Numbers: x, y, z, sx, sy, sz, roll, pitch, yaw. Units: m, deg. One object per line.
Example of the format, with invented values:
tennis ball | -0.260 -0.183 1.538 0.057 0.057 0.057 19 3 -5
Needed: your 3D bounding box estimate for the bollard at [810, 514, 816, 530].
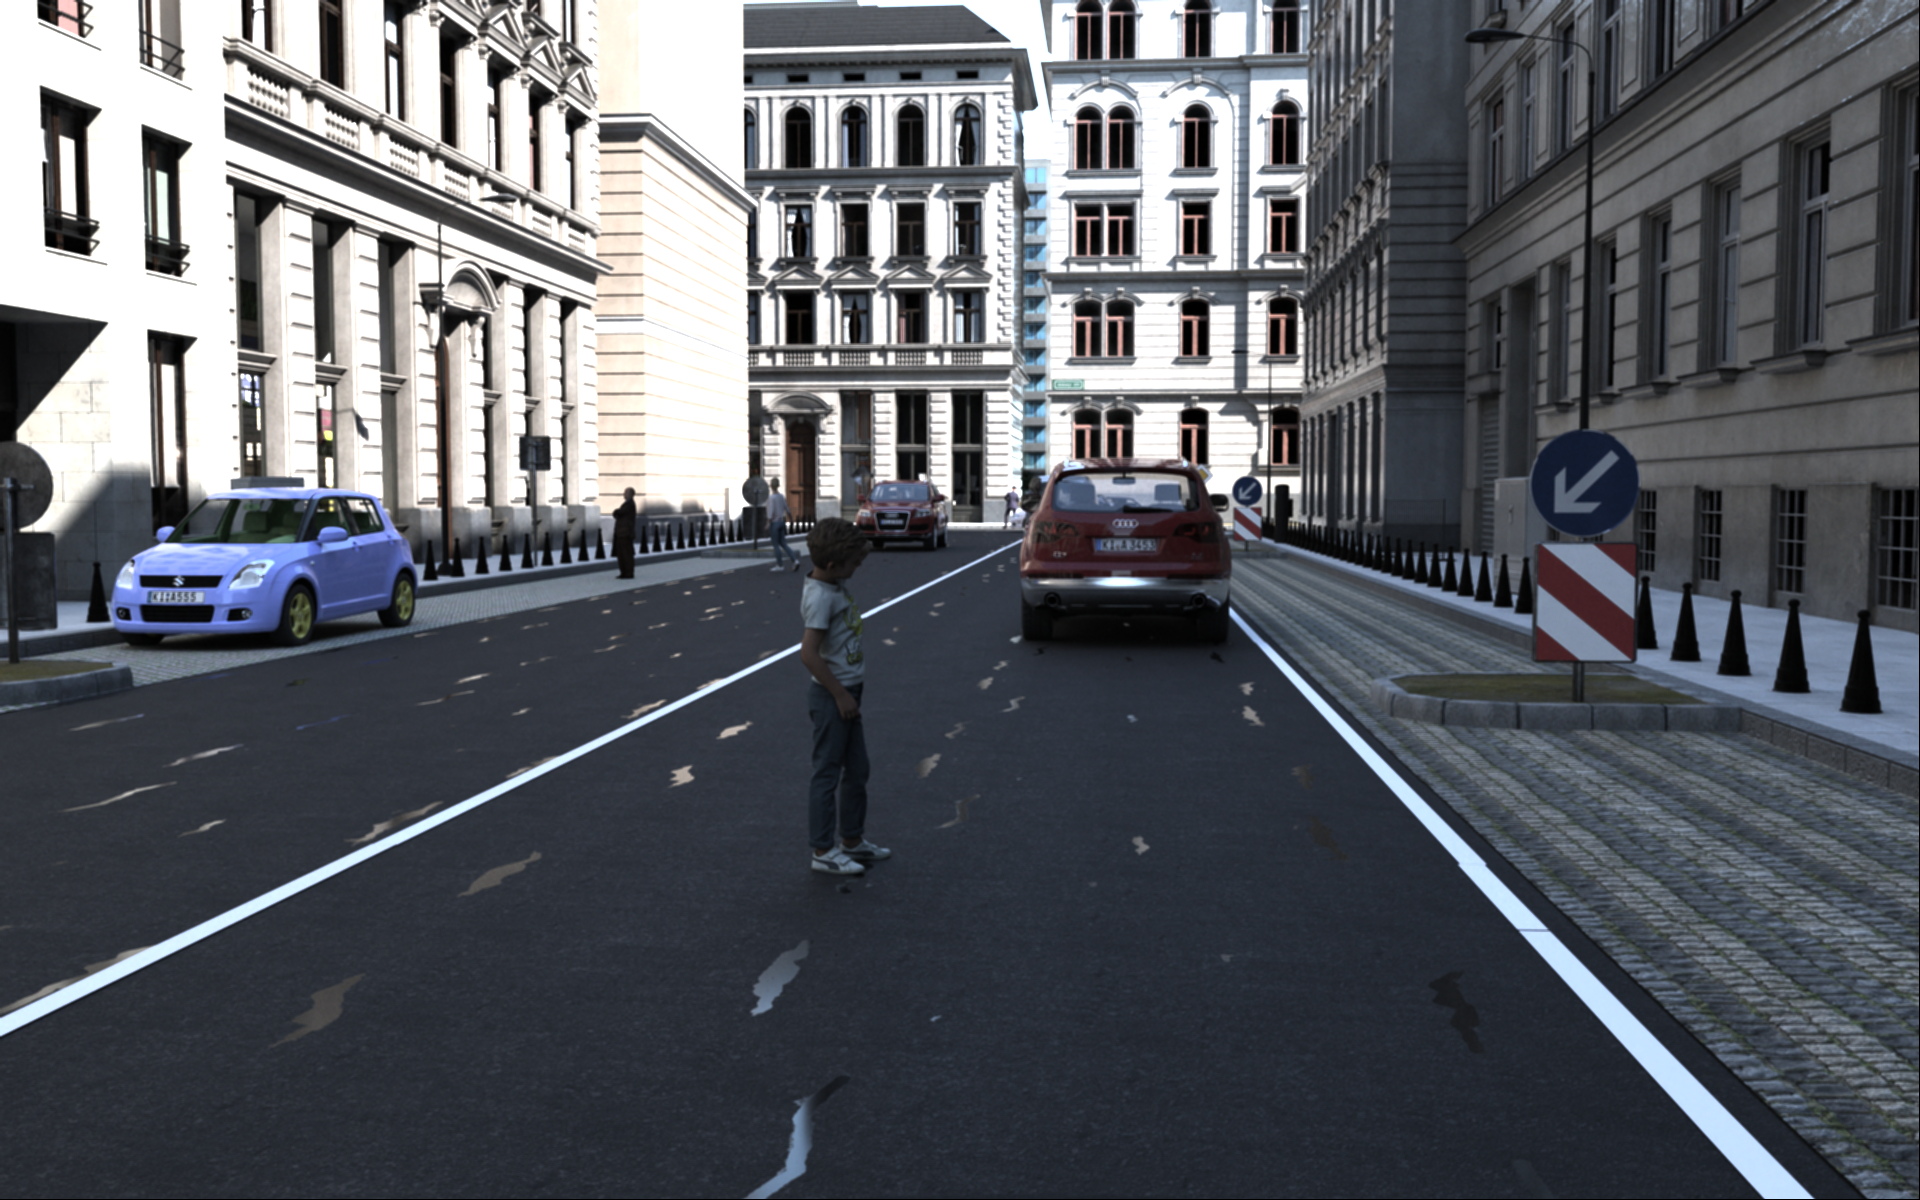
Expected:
bollard | -4.990 -2.532 57.435 0.229 0.601 0.229 0 3 0

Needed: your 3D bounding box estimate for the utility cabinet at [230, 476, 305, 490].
utility cabinet | -8.888 -0.831 22.263 0.318 1.500 1.173 1 4 12

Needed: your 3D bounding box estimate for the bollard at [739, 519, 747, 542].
bollard | -5.958 -1.885 46.864 0.229 0.601 0.229 0 3 0

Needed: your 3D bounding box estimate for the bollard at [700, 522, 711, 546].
bollard | -6.346 -1.628 42.659 0.229 0.601 0.229 0 3 0

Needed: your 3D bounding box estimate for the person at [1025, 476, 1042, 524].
person | 1.601 -1.676 36.092 0.709 1.800 0.728 -3 5 -44

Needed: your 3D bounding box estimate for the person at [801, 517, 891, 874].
person | -0.431 0.355 6.608 0.340 1.345 0.435 0 4 -3

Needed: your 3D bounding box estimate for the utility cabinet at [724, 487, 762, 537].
utility cabinet | -6.488 -2.640 51.842 1.173 1.500 0.318 -3 5 -42

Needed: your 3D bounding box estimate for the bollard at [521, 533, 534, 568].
bollard | -7.499 -0.854 30.003 0.229 0.601 0.229 0 3 0

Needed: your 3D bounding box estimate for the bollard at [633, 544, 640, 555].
bollard | -6.917 -1.241 36.333 0.229 0.601 0.229 0 3 0

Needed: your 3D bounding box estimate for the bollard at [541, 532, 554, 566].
bollard | -7.401 -0.918 31.055 0.229 0.601 0.229 0 3 0

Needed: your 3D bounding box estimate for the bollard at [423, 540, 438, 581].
bollard | -7.886 -0.595 25.774 0.229 0.601 0.229 0 3 0

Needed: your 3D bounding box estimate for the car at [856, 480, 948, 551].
car | -1.484 -2.248 45.433 2.281 1.827 5.304 0 4 4

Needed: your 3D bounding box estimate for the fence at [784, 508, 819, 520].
fence | -6.980 -3.594 74.129 2.069 0.683 0.278 0 4 0

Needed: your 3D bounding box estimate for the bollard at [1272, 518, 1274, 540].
bollard | 8.687 -1.900 47.107 0.229 0.601 0.229 0 3 0

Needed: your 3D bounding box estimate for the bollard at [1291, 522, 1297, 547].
bollard | 8.203 -1.579 41.858 0.229 0.601 0.229 0 3 0

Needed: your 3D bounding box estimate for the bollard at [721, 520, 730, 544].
bollard | -6.149 -1.757 44.761 0.229 0.601 0.229 0 3 0

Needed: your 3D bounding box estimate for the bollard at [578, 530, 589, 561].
bollard | -7.212 -1.047 33.159 0.229 0.601 0.229 0 3 0

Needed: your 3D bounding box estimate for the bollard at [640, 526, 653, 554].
bollard | -6.820 -1.305 37.381 0.229 0.601 0.229 0 3 0

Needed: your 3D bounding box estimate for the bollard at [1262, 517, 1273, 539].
bollard | 8.980 -2.095 50.289 0.229 0.601 0.229 0 3 0

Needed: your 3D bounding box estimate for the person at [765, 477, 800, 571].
person | -3.247 -1.405 32.136 0.598 1.740 0.731 1 4 17

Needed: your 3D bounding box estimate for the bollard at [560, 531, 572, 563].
bollard | -7.307 -0.983 32.109 0.229 0.601 0.229 0 3 0

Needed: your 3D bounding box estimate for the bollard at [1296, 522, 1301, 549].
bollard | 8.109 -1.515 40.810 0.229 0.601 0.229 0 3 0

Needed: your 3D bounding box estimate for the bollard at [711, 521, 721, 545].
bollard | -6.246 -1.692 43.713 0.229 0.601 0.229 0 3 0

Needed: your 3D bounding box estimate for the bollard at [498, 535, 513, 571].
bollard | -7.597 -0.788 28.932 0.229 0.601 0.229 0 3 0

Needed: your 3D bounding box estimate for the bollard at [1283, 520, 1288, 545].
bollard | 8.399 -1.707 43.953 0.229 0.601 0.229 0 3 0

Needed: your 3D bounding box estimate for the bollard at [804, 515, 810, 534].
bollard | -5.087 -2.466 56.363 0.229 0.601 0.229 0 3 0

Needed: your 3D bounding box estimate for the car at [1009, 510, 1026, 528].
car | 4.264 -3.262 65.697 4.827 1.381 2.083 0 4 5

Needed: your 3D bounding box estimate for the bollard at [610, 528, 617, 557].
bollard | -7.016 -1.177 35.286 0.229 0.601 0.229 0 3 0

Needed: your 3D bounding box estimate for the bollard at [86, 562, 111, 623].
bollard | -8.653 -0.082 17.379 0.229 0.601 0.229 0 3 0

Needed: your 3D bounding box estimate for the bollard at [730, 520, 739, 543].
bollard | -6.052 -1.821 45.816 0.229 0.601 0.229 0 3 0

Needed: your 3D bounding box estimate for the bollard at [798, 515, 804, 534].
bollard | -5.184 -2.401 55.295 0.229 0.601 0.229 0 3 0

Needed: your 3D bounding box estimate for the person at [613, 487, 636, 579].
person | -5.627 -1.119 29.066 0.388 1.546 0.482 -1 4 -20

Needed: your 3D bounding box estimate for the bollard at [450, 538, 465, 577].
bollard | -7.786 -0.659 26.823 0.229 0.601 0.229 0 3 0

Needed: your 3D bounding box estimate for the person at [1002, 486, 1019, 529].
person | 2.089 -3.808 71.206 0.683 1.767 0.568 0 4 -2

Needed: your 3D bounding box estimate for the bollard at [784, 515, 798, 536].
bollard | -5.282 -2.336 54.241 0.229 0.601 0.229 0 3 0

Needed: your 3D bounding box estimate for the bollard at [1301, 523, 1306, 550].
bollard | 8.009 -1.450 39.741 0.229 0.601 0.229 0 3 0

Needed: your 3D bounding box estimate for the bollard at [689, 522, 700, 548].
bollard | -6.440 -1.563 41.595 0.229 0.601 0.229 0 3 0

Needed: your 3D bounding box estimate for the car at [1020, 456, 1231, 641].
car | 1.753 -0.600 18.476 2.281 1.827 5.304 0 4 5

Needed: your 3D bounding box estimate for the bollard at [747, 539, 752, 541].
bollard | -5.858 -1.950 47.924 0.229 0.601 0.229 0 3 0

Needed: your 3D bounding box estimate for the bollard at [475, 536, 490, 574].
bollard | -7.696 -0.724 27.880 0.229 0.601 0.229 0 3 0

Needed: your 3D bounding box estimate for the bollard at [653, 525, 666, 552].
bollard | -6.730 -1.370 38.437 0.229 0.601 0.229 0 3 0

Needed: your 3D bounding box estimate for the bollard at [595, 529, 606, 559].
bollard | -7.112 -1.112 34.223 0.229 0.601 0.229 0 3 0

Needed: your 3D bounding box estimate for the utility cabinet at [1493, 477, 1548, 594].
utility cabinet | 7.211 -0.836 22.347 0.318 1.500 1.173 0 4 -1

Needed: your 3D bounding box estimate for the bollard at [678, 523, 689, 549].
bollard | -6.537 -1.498 40.538 0.229 0.601 0.229 0 3 0

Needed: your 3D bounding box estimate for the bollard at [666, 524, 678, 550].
bollard | -6.635 -1.434 39.490 0.229 0.601 0.229 0 3 0

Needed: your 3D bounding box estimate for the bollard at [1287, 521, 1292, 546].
bollard | 8.302 -1.643 42.905 0.229 0.601 0.229 0 3 0

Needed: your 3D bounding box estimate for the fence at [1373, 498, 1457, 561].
fence | 8.934 -1.401 34.113 0.480 1.192 2.264 -1 4 -18

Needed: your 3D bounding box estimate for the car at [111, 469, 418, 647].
car | -6.888 -0.475 17.352 1.945 1.707 3.694 0 4 5
